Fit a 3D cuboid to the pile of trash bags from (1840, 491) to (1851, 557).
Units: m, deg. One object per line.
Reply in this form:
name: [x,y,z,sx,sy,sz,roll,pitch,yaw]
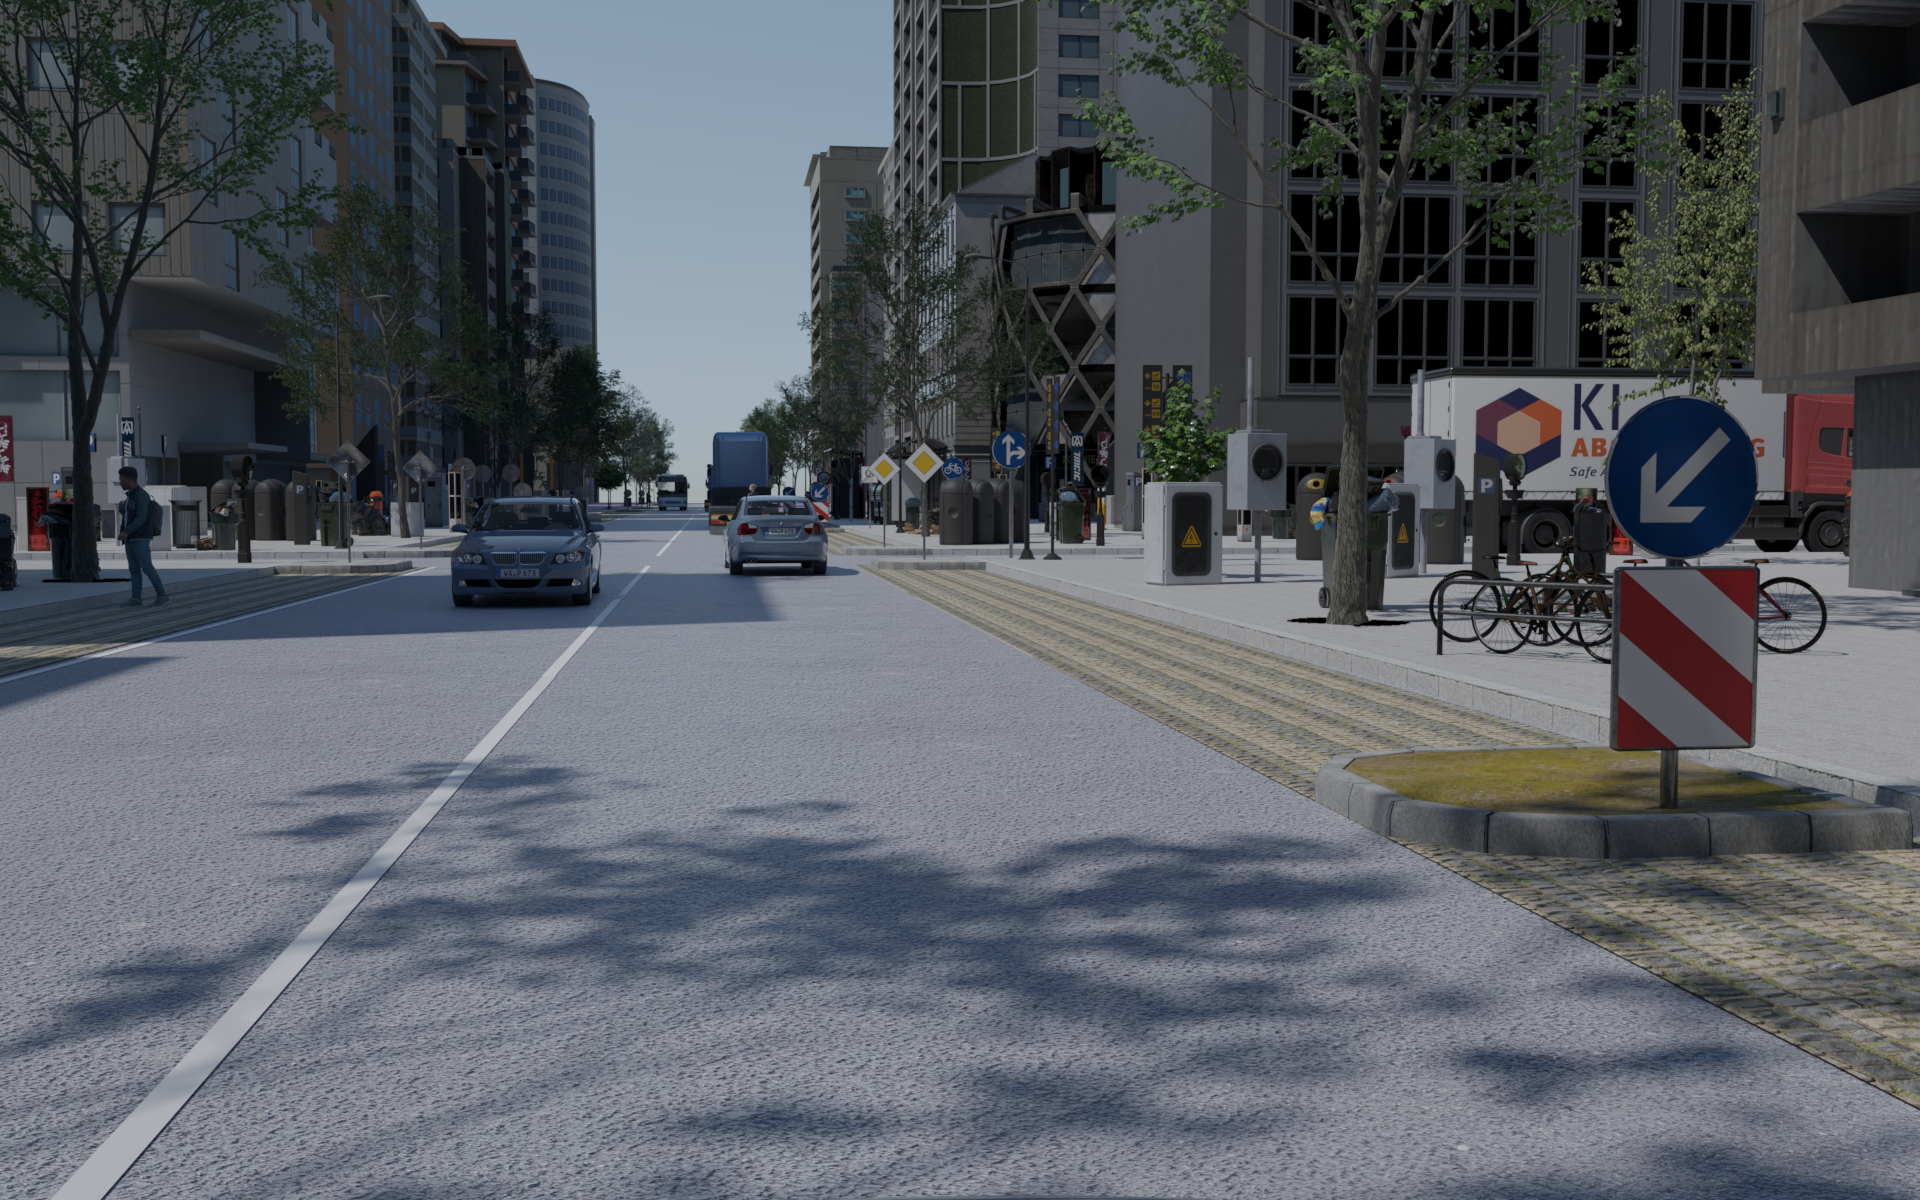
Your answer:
pile of trash bags: [18.979,-1.570,35.417,1.912,1.369,3.447,0,4,3]

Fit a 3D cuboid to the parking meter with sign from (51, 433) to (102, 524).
parking meter with sign: [-25.218,-3.215,48.827,0.543,3.016,1.738,1,4,20]

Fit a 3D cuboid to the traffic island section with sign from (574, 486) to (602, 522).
traffic island section with sign: [-19.515,-4.932,89.263,1.989,1.847,2.006,0,4,-8]

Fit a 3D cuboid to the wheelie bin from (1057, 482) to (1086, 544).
wheelie bin: [2.866,-2.251,44.704,0.693,1.594,0.980,0,4,-8]

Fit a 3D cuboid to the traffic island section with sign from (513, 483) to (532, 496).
traffic island section with sign: [-15.677,-3.278,62.216,1.989,1.847,2.006,0,4,-8]

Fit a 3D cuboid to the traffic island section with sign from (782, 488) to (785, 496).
traffic island section with sign: [-9.123,-5.036,90.962,1.989,1.847,2.006,0,4,-8]

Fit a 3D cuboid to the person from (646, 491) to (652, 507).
person: [-31.885,-10.325,177.754,0.568,1.767,0.683,1,4,19]

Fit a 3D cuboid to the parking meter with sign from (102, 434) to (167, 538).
parking meter with sign: [-24.032,-3.310,50.381,1.738,3.016,0.543,-1,4,-19]

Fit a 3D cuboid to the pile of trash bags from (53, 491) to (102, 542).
pile of trash bags: [-23.855,-2.218,46.017,1.912,1.369,3.447,-2,4,-28]

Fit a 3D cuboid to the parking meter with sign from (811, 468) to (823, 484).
parking meter with sign: [-9.451,-7.158,113.286,0.543,3.016,1.738,1,4,10]

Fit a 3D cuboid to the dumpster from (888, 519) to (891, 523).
dumpster: [-2.825,-4.570,77.219,1.502,2.255,1.985,0,4,-8]

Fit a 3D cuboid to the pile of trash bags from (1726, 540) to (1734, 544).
pile of trash bags: [18.524,-2.198,45.697,3.447,1.369,1.912,1,4,20]

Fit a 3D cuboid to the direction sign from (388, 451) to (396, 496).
direction sign: [-30.206,-6.124,92.124,0.379,3.537,0.876,0,4,5]

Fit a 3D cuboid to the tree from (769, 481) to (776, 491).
tree: [-30.556,-17.329,267.034,4.285,4.588,4.351,0,3,0]

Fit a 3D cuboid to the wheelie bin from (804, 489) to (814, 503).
wheelie bin: [-9.394,-6.170,108.787,0.693,1.594,0.980,1,4,10]

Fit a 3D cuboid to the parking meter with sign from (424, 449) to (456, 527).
parking meter with sign: [-20.294,-4.310,66.725,1.738,3.016,0.543,-1,4,-15]

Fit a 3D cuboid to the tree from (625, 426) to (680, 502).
tree: [-48.591,-21.610,270.330,9.611,12.733,9.660,0,3,0]

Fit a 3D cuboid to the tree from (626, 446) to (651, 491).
tree: [-41.485,-16.613,221.983,4.360,8.622,3.978,0,3,0]

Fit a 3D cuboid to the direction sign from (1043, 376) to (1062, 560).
direction sign: [1.808,-2.555,33.765,0.379,3.537,0.876,-1,4,-12]

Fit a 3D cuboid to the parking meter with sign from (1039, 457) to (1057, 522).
parking meter with sign: [4.003,-5.107,79.768,0.543,3.016,1.738,1,4,15]

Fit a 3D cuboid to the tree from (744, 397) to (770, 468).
tree: [-19.062,-15.646,181.561,9.928,11.665,9.643,0,3,0]

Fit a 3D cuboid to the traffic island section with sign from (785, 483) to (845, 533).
traffic island section with sign: [-5.346,-3.403,64.271,1.989,1.847,2.006,0,4,-8]

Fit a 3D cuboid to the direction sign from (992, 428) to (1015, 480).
direction sign: [1.480,-4.111,59.208,0.876,3.537,0.379,2,4,27]

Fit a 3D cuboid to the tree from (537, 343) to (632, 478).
tree: [-28.395,-12.963,130.066,7.486,12.596,7.792,0,3,0]

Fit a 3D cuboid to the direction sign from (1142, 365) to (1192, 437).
direction sign: [3.638,-2.352,30.456,0.876,3.537,0.379,0,4,-4]

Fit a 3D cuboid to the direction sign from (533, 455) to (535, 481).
direction sign: [-25.033,-6.698,101.506,0.379,3.537,0.876,-2,4,-29]

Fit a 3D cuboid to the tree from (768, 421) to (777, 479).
tree: [-18.326,-13.670,173.874,4.360,8.622,3.978,0,3,0]

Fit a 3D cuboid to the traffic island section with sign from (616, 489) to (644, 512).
traffic island section with sign: [-26.581,-7.970,138.929,1.989,1.847,2.006,0,4,-8]

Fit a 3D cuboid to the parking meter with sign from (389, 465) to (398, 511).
parking meter with sign: [-30.914,-6.023,94.729,0.543,3.016,1.738,-2,4,-28]

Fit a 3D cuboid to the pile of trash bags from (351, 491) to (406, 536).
pile of trash bags: [-18.229,-2.739,54.538,1.912,1.369,3.447,-2,4,-25]

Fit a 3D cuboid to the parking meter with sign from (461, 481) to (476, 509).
parking meter with sign: [-28.131,-6.224,98.029,1.738,3.016,0.543,1,4,15]

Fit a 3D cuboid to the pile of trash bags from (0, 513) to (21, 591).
pile of trash bags: [-13.384,-0.780,22.508,1.912,1.369,3.447,-1,4,-22]

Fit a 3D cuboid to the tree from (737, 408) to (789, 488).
tree: [-26.679,-19.008,228.902,7.486,12.596,7.792,0,3,0]

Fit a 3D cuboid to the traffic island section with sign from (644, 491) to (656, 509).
traffic island section with sign: [-30.435,-9.625,165.988,1.989,1.847,2.006,0,4,-8]

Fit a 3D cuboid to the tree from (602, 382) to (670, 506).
tree: [-36.475,-17.043,189.016,12.009,13.543,11.850,0,3,0]

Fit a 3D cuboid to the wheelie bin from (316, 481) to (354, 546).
wheelie bin: [-15.330,-2.118,42.530,0.980,1.594,0.693,1,4,22]

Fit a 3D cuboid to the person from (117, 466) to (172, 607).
person: [-10.380,-0.796,21.855,0.623,1.781,0.721,3,4,38]

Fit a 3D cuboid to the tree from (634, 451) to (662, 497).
tree: [-42.892,-17.448,235.641,4.737,8.622,4.395,0,3,0]

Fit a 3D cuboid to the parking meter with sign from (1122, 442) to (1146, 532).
parking meter with sign: [5.995,-3.842,59.081,0.543,3.016,1.738,-1,4,-16]

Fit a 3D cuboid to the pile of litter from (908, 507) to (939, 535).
pile of litter: [-0.955,-2.522,55.198,1.176,0.858,1.719,-2,4,-35]

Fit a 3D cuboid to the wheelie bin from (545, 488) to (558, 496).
wheelie bin: [-22.878,-5.452,97.051,0.693,1.594,0.980,-2,4,-30]

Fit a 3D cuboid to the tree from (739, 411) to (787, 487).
tree: [-29.738,-21.462,257.551,9.857,13.997,8.962,0,3,0]

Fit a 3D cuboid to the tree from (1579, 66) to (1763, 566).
tree: [13.132,-4.917,30.760,4.737,8.622,4.395,0,3,0]

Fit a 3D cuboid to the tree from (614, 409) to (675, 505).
tree: [-38.422,-17.300,208.614,9.928,11.665,9.643,0,3,0]

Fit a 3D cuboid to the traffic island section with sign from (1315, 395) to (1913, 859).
traffic island section with sign: [2.695,0.055,7.728,1.989,1.847,2.006,0,4,-8]

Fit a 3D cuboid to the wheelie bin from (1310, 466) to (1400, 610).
wheelie bin: [4.430,-0.698,19.317,0.980,1.594,0.693,0,4,-5]

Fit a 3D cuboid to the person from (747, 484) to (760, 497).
person: [-6.887,-3.016,58.231,0.534,1.772,0.576,1,4,18]

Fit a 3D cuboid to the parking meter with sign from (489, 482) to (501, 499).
parking meter with sign: [-30.299,-7.134,112.901,0.543,3.016,1.738,2,4,27]
